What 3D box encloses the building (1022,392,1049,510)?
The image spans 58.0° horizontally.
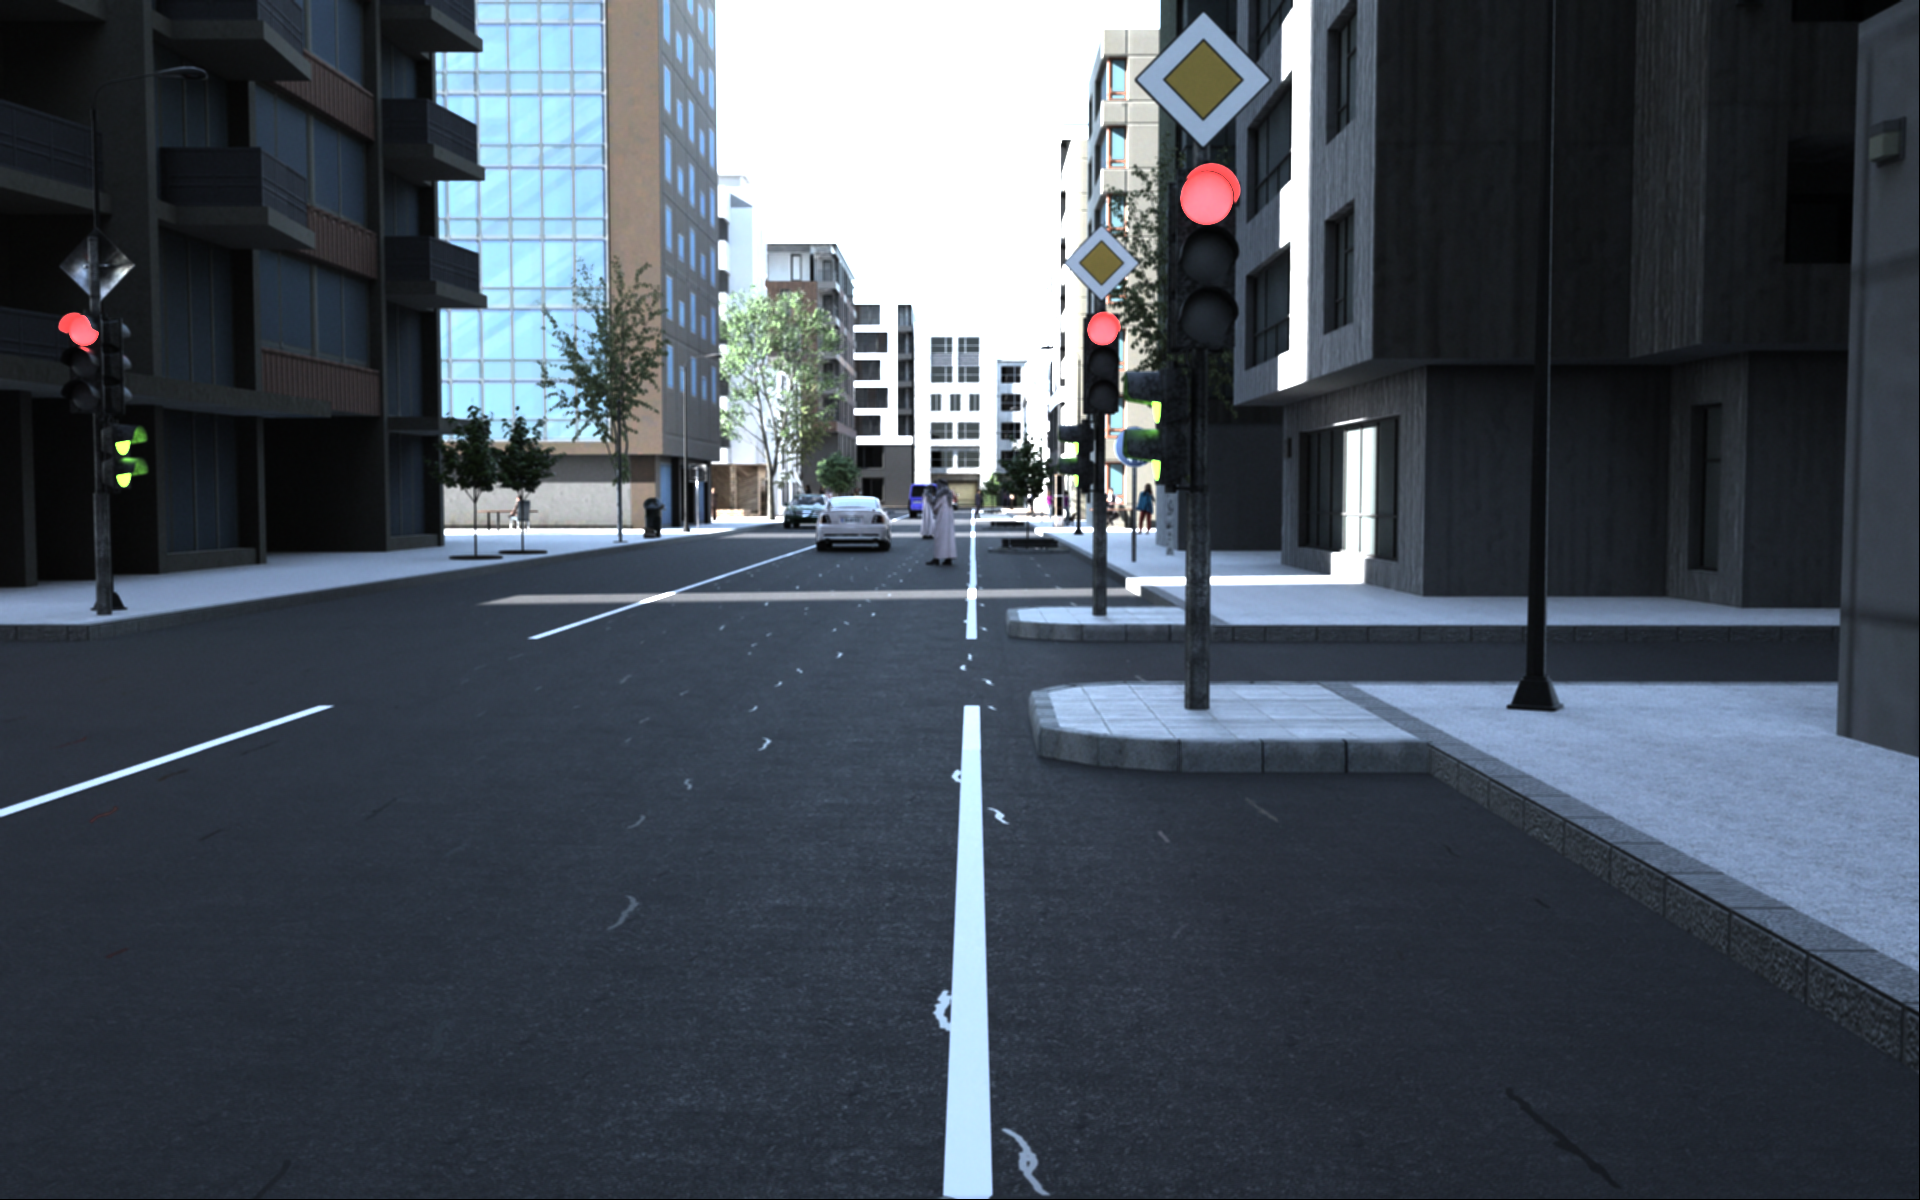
[{"bbox_3d":[10.082,-12.284,142.998,9.099,9.664,28.070,0,4,0],"label":"building"}]

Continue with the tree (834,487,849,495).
[{"bbox_3d":[-9.145,-8.407,132.055,1.663,3.219,1.824,0,3,0],"label":"tree"}]

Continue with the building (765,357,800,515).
[{"bbox_3d":[-15.454,-10.872,119.898,9.099,9.664,28.070,0,4,0],"label":"building"}]

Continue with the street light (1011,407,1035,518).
[{"bbox_3d":[3.406,-7.367,92.984,1.470,5.913,1.316,0,4,0],"label":"street light"}]

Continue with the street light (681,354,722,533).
[{"bbox_3d":[-8.581,-5.201,57.572,1.470,5.913,1.316,0,4,0],"label":"street light"}]

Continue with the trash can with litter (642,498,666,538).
[{"bbox_3d":[-8.963,-2.403,50.684,0.624,1.170,1.055,0,4,-3],"label":"trash can with litter"}]

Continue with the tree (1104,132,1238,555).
[{"bbox_3d":[4.664,-5.257,36.316,4.737,8.622,4.395,0,3,0],"label":"tree"}]

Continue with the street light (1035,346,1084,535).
[{"bbox_3d":[3.194,-5.008,54.415,1.470,5.913,1.316,0,4,0],"label":"street light"}]

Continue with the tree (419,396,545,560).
[{"bbox_3d":[-9.576,-2.434,34.403,1.663,3.219,1.824,0,3,0],"label":"tree"}]

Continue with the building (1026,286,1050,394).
[{"bbox_3d":[14.250,-18.737,162.762,16.016,20.091,11.380,0,4,0],"label":"building"}]

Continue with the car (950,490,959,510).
[{"bbox_3d":[-1.226,-9.055,156.719,2.281,1.827,5.304,0,4,1],"label":"car"}]

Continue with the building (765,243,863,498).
[{"bbox_3d":[-26.212,-19.029,155.097,32.646,21.610,27.936,0,4,0],"label":"building"}]

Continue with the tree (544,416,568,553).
[{"bbox_3d":[-9.555,-2.625,37.520,1.663,3.219,1.824,0,3,0],"label":"tree"}]

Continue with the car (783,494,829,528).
[{"bbox_3d":[-6.407,-3.806,74.018,2.131,1.459,4.920,0,4,2],"label":"car"}]

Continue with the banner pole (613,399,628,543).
[{"bbox_3d":[-9.063,-3.431,46.115,0.401,3.779,0.863,-1,4,-12],"label":"banner pole"}]

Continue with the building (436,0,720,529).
[{"bbox_3d":[-17.515,-25.564,68.084,14.600,45.320,14.200,0,4,0],"label":"building"}]

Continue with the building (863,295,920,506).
[{"bbox_3d":[-21.096,-21.295,192.140,32.646,21.610,27.936,0,4,0],"label":"building"}]

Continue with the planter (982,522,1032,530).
[{"bbox_3d":[1.893,-3.016,70.455,1.991,0.319,1.994,0,4,0],"label":"planter"}]

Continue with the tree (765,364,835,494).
[{"bbox_3d":[-8.979,-8.987,97.299,4.737,8.622,4.395,0,3,0],"label":"tree"}]

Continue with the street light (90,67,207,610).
[{"bbox_3d":[-8.891,-2.842,19.003,1.470,5.913,1.316,0,4,0],"label":"street light"}]

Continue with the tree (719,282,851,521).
[{"bbox_3d":[-9.126,-9.684,84.082,9.928,11.665,9.643,0,3,0],"label":"tree"}]

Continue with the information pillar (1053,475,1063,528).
[{"bbox_3d":[3.713,-3.733,65.529,0.304,2.012,0.304,-1,4,-19],"label":"information pillar"}]

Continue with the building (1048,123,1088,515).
[{"bbox_3d":[19.587,-16.388,111.914,27.936,21.610,32.646,0,4,0],"label":"building"}]

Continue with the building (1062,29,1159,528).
[{"bbox_3d":[19.233,-14.309,78.992,27.650,21.520,28.899,0,4,0],"label":"building"}]

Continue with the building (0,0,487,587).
[{"bbox_3d":[-22.398,-23.150,33.131,22.147,44.769,28.867,0,4,0],"label":"building"}]

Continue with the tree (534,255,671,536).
[{"bbox_3d":[-10.600,-6.254,52.622,4.737,8.622,4.395,0,3,0],"label":"tree"}]

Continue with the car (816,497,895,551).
[{"bbox_3d":[-2.752,-2.011,45.238,2.083,1.381,4.827,0,4,-1],"label":"car"}]

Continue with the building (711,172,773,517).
[{"bbox_3d":[-19.192,-14.893,99.919,16.016,20.091,11.380,0,4,0],"label":"building"}]

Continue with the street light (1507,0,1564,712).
[{"bbox_3d":[2.911,-2.305,10.224,1.470,5.913,1.316,0,4,0],"label":"street light"}]

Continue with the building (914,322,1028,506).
[{"bbox_3d":[11.117,-19.575,186.508,31.486,18.905,16.747,0,4,0],"label":"building"}]

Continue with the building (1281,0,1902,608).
[{"bbox_3d":[11.783,-15.423,23.864,14.107,30.474,14.160,0,4,0],"label":"building"}]

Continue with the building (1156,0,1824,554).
[{"bbox_3d":[12.015,-16.726,45.169,14.160,30.474,14.107,0,4,0],"label":"building"}]

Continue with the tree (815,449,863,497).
[{"bbox_3d":[-9.712,-9.324,136.157,4.285,4.588,4.351,0,3,0],"label":"tree"}]

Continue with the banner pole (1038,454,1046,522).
[{"bbox_3d":[3.716,-5.464,79.357,0.401,3.779,0.863,1,4,13],"label":"banner pole"}]
